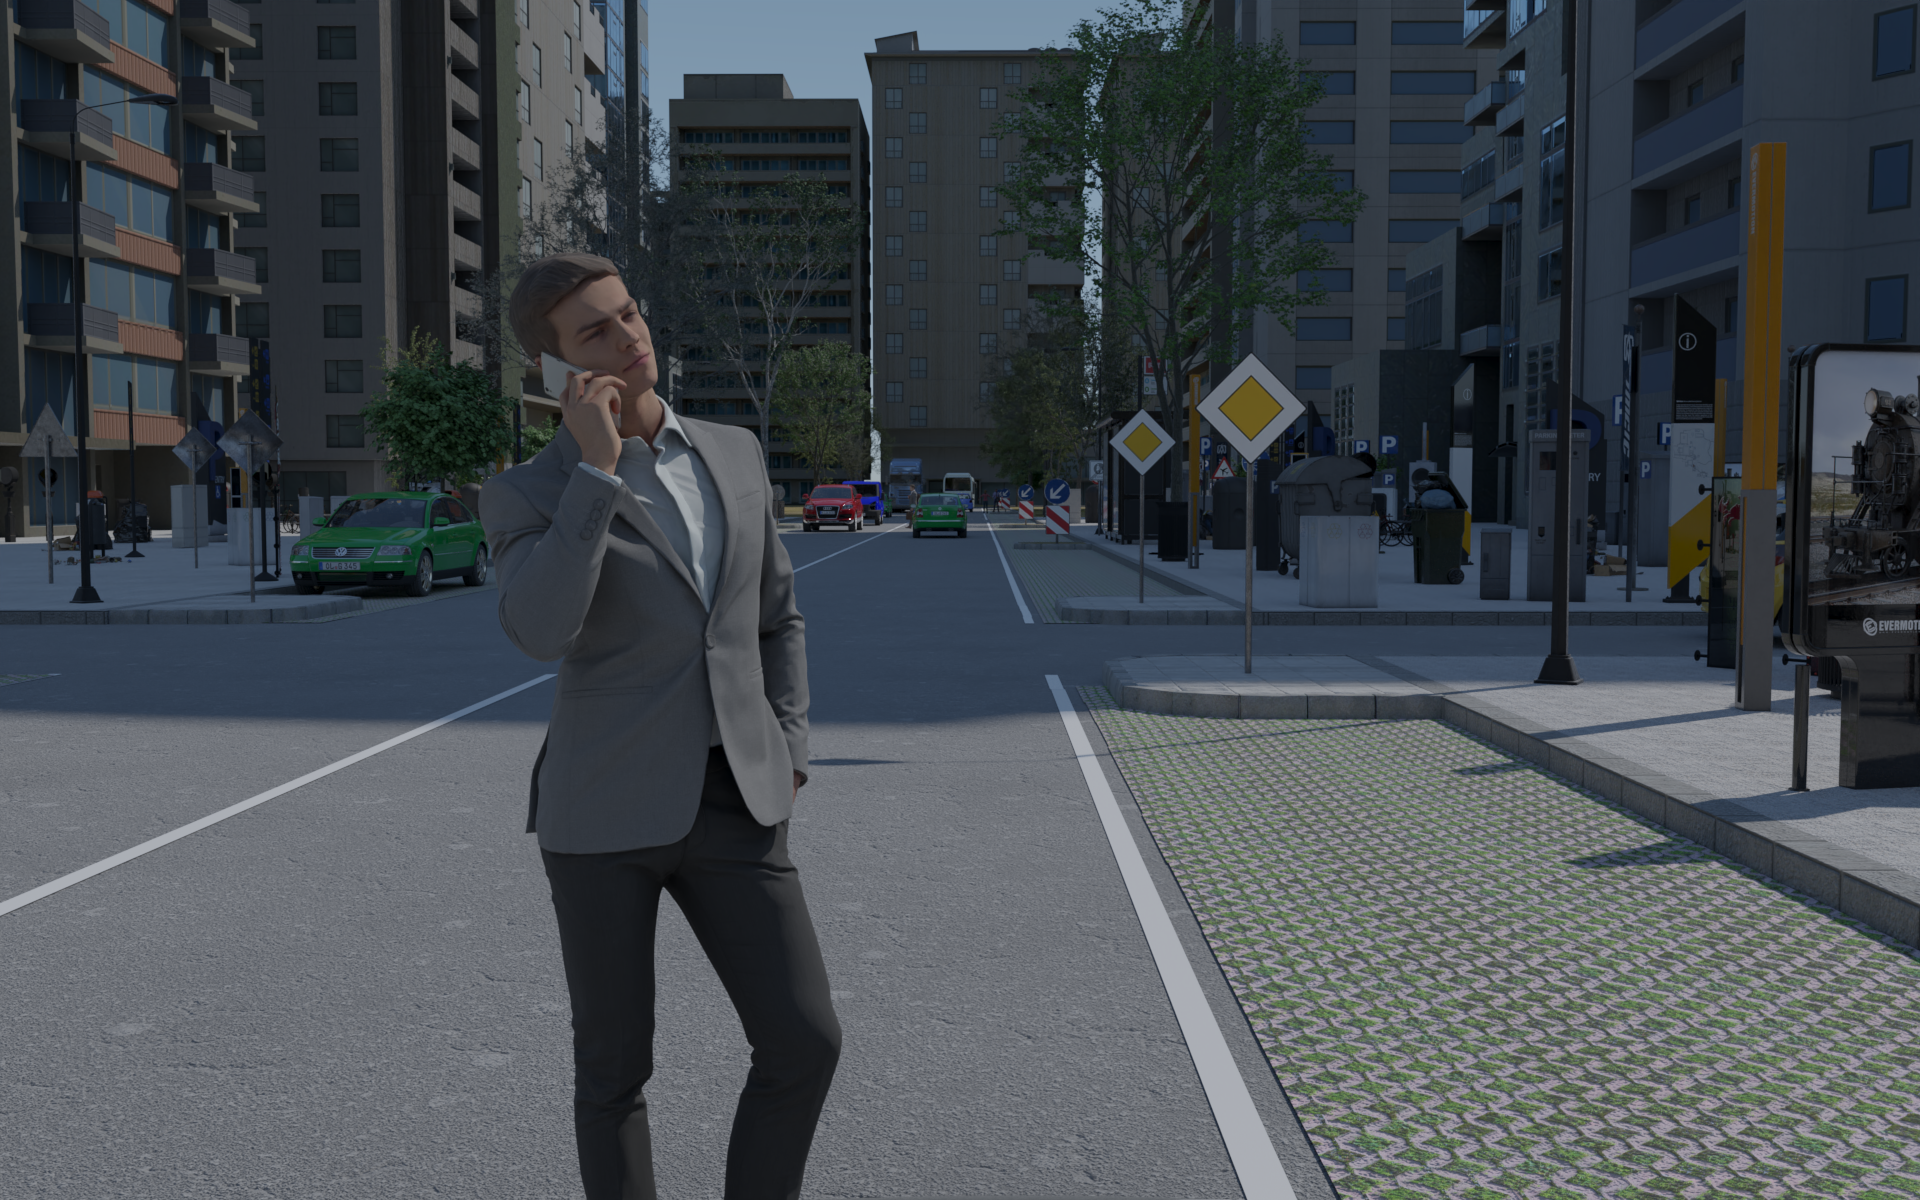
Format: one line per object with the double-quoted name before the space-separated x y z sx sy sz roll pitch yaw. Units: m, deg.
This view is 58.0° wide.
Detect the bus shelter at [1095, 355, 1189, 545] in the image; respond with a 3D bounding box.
"bus shelter" 4.918 -4.291 47.797 2.179 5.291 8.768 0 4 1

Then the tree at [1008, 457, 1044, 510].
"tree" 5.675 -9.590 140.505 4.285 4.588 4.351 0 3 0

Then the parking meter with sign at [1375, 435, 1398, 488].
"parking meter with sign" 12.546 -3.334 50.767 0.543 3.016 1.738 1 4 14

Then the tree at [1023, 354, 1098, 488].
"tree" 4.967 -8.335 86.634 4.737 8.622 4.395 0 3 0

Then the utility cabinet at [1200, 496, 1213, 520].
"utility cabinet" 9.577 -3.556 69.300 1.020 1.237 0.306 1 4 23

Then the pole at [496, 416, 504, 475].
"pole" -11.580 -3.045 43.633 0.158 3.312 0.155 0 3 0

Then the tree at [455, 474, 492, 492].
"tree" -20.330 -4.690 71.278 1.663 3.219 1.824 0 3 0

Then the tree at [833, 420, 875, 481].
"tree" -10.242 -12.958 162.225 4.360 8.622 3.978 0 3 0

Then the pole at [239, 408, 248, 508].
"pole" -17.018 -2.898 41.224 0.158 3.312 0.155 0 3 0

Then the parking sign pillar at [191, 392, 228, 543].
"parking sign pillar" -20.059 -3.536 46.294 1.447 3.967 1.447 0 4 -4

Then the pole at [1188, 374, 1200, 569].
"pole" 4.010 -2.190 29.658 0.158 3.312 0.155 0 3 0

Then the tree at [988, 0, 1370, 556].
"tree" 4.402 -6.754 36.187 9.928 11.665 9.643 0 3 0

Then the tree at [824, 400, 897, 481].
"tree" -10.210 -14.570 172.632 8.767 10.594 7.601 1 4 8

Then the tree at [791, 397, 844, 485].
"tree" -10.540 -10.973 129.765 4.737 8.622 4.395 0 3 0

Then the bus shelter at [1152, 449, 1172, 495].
"bus shelter" 7.434 -4.652 67.347 1.731 3.624 6.357 0 4 0

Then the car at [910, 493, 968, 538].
"car" -0.690 -2.990 57.681 1.959 1.807 4.718 0 4 -1

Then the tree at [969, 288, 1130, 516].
"tree" 5.223 -11.818 103.595 12.009 13.543 11.850 0 3 0

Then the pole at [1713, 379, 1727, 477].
"pole" 13.460 -2.255 30.718 0.158 3.312 0.155 0 3 0

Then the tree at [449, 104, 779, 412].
"tree" -10.492 -8.784 53.983 12.009 13.543 11.850 0 3 0

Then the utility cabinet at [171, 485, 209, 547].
"utility cabinet" -18.455 -2.006 41.476 0.318 1.500 1.173 0 4 3

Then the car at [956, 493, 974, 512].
"car" 0.156 -7.786 136.891 1.945 1.707 3.694 0 4 -1

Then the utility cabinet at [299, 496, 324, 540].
"utility cabinet" -16.819 -2.067 44.955 0.306 1.237 1.020 0 4 -1

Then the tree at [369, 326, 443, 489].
"tree" -24.264 -7.725 76.671 4.737 8.622 4.395 0 3 0

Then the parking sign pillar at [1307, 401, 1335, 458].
"parking sign pillar" 10.536 -3.795 50.520 1.447 3.967 1.447 2 4 31

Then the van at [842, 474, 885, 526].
"van" -4.556 -4.631 80.106 2.240 2.365 5.245 0 4 -1

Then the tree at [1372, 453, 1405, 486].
"tree" 16.949 -4.595 69.733 1.663 3.219 1.824 0 3 0

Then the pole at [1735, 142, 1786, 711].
"pole" 4.716 -1.001 10.205 0.158 3.312 0.155 0 3 0

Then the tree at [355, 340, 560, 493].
"tree" -11.113 -3.265 37.096 4.285 4.588 4.351 0 3 0

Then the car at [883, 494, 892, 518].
"car" -5.120 -5.954 106.146 1.959 1.807 4.718 0 4 0

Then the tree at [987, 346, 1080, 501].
"tree" 5.791 -13.146 133.060 7.486 12.596 7.792 0 3 0

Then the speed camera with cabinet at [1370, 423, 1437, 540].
"speed camera with cabinet" 12.140 -3.285 48.049 2.038 3.252 0.660 1 4 23

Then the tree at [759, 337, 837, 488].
"tree" -9.351 -11.502 113.817 9.928 11.665 9.643 0 3 0

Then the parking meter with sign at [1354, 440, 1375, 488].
"parking meter with sign" 13.569 -3.691 56.606 0.543 3.016 1.738 3 5 44

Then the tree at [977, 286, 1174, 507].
"tree" 5.360 -8.817 78.565 8.767 10.594 7.601 0 4 -6

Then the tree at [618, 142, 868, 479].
"tree" -11.944 -14.618 94.897 12.611 20.169 13.585 0 3 0

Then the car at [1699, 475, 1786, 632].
"car" 9.279 -0.390 16.605 3.980 1.641 2.015 0 4 2

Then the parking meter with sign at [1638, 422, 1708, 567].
"parking meter with sign" 12.397 -2.095 30.515 1.738 3.016 0.543 -1 4 -13

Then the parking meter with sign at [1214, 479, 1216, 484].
"parking meter with sign" 13.128 -5.646 88.576 1.738 3.016 0.543 -3 5 -39

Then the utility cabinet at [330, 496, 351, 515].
"utility cabinet" -18.913 -2.594 53.574 1.020 1.237 0.306 -1 4 -16

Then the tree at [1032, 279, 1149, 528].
"tree" 4.732 -6.674 59.490 4.360 8.622 3.978 0 3 0

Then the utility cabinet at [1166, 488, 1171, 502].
"utility cabinet" 7.986 -3.334 63.183 1.173 1.500 0.318 -3 5 -43

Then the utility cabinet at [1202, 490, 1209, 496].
"utility cabinet" 13.604 -5.295 95.254 0.318 1.500 1.173 2 4 26

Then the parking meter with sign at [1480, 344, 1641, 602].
"parking meter with sign" 7.158 -1.497 20.743 1.738 3.016 0.543 1 4 19

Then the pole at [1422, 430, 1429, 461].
"pole" 14.924 -3.778 55.617 0.158 3.312 0.155 0 3 0

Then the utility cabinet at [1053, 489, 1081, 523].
"utility cabinet" 4.604 -4.026 74.497 1.173 1.500 0.318 0 4 6

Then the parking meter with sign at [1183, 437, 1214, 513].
"parking meter with sign" 6.976 -3.520 53.814 0.543 3.016 1.738 -3 4 -39

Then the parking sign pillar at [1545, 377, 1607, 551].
"parking sign pillar" 14.139 -3.139 39.787 1.447 3.967 1.447 0 4 5

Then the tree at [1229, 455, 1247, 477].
"tree" 12.384 -4.981 76.047 1.663 3.219 1.824 0 3 0
